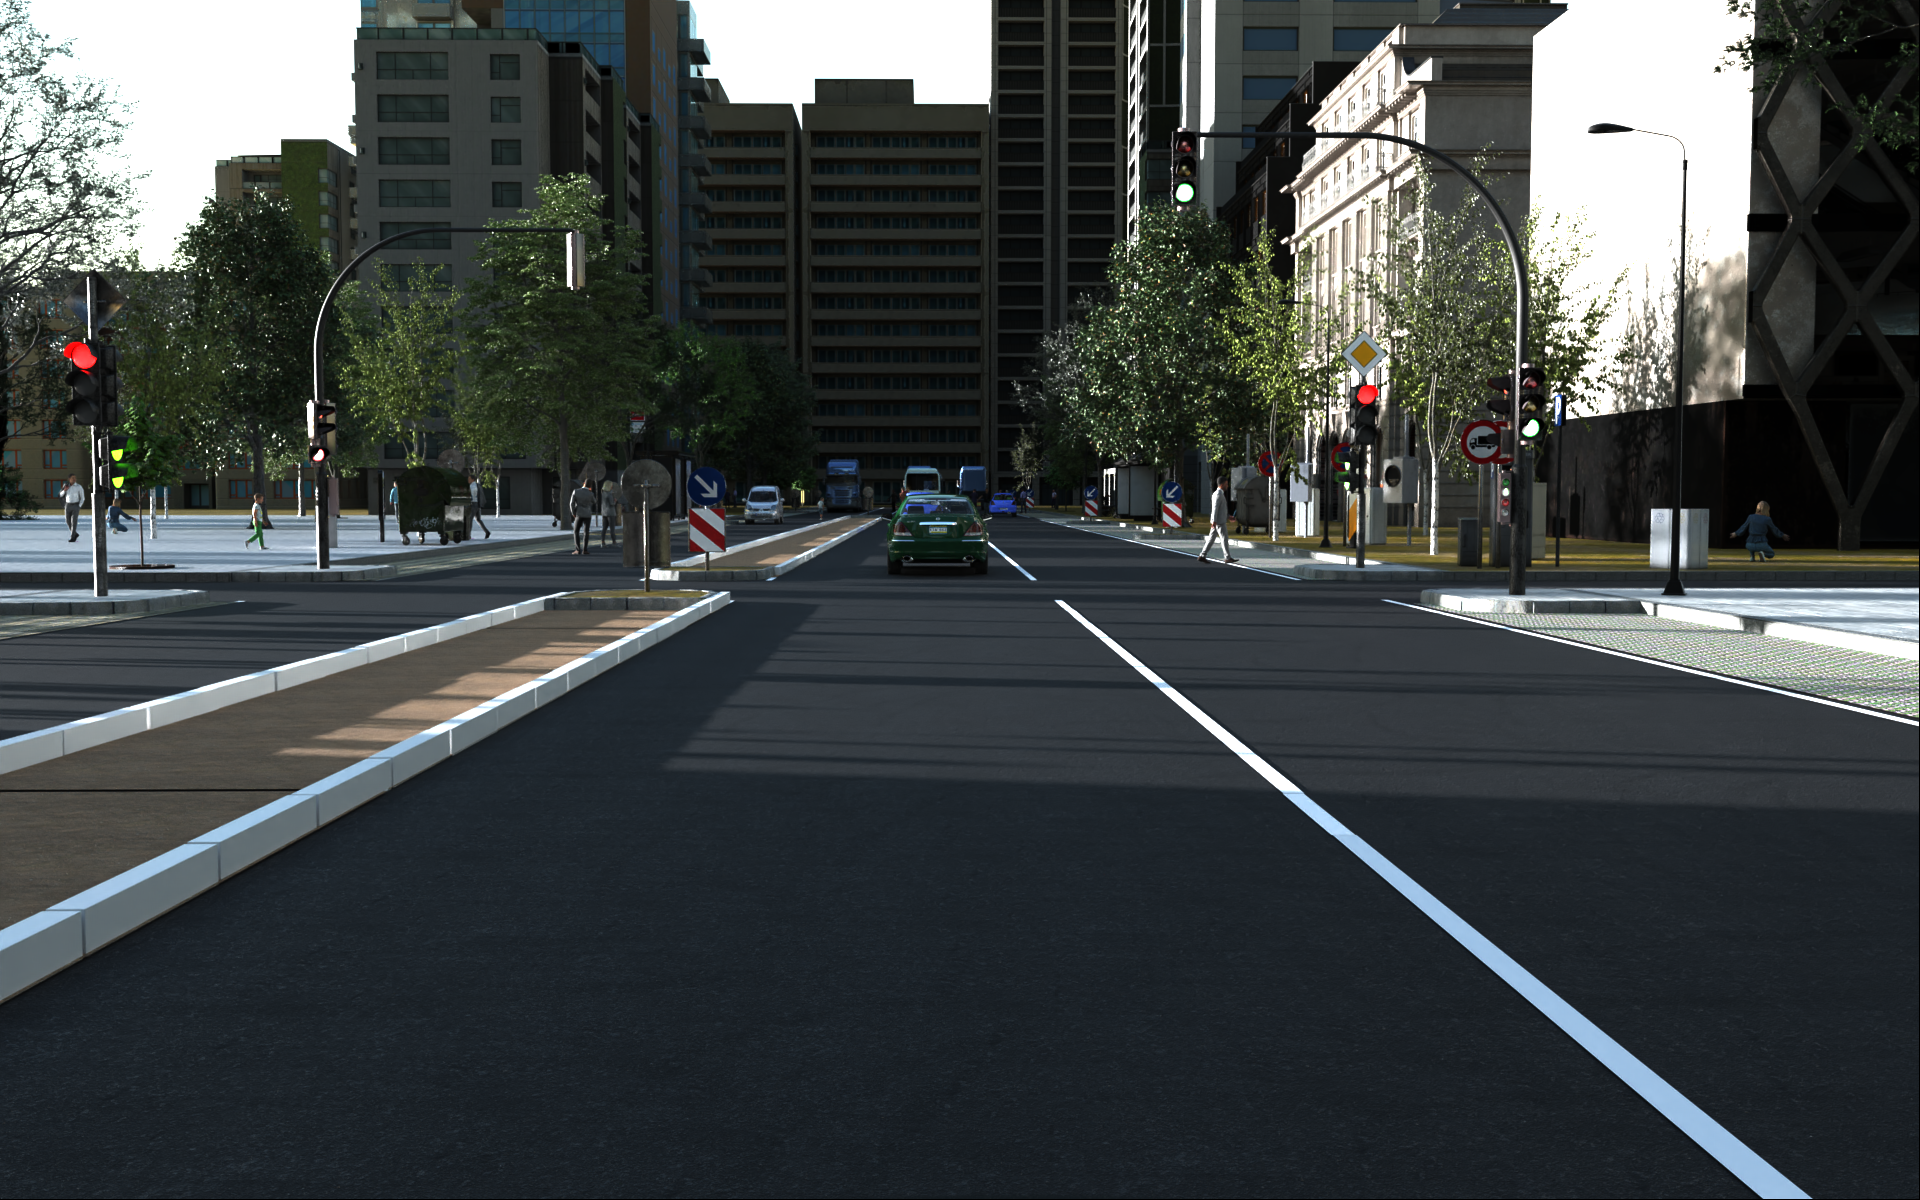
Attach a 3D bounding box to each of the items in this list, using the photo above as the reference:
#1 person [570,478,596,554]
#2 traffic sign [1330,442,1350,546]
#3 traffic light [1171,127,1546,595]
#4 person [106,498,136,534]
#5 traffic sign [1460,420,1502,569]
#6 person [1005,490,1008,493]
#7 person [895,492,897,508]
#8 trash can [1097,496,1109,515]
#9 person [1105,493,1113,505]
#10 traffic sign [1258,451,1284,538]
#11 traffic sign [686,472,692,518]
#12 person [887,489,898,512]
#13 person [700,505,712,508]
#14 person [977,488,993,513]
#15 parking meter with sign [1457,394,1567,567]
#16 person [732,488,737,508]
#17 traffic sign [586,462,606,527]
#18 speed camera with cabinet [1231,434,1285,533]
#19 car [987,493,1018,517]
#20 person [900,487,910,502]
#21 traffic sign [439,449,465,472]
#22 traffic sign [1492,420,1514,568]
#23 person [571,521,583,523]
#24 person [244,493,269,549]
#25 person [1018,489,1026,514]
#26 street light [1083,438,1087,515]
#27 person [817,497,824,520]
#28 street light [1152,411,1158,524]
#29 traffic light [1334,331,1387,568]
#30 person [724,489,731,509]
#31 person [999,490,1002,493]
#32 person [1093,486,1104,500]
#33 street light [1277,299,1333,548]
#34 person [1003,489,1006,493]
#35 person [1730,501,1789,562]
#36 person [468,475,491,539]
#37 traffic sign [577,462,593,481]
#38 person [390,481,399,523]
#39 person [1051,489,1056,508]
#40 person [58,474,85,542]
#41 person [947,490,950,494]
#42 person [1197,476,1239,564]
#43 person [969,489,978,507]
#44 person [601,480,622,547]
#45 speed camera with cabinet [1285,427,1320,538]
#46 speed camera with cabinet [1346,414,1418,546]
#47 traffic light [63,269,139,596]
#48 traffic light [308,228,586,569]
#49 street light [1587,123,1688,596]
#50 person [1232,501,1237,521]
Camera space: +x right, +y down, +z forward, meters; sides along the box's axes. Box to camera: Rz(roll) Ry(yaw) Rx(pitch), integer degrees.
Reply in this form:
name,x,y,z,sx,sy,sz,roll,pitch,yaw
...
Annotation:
name,x,y,z,sx,sy,sz,roll,pitch,yaw
person,-8.972,-1.989,41.207,0.592,1.802,0.473,0,4,4
traffic sign,9.426,-2.584,42.362,0.768,2.556,0.104,0,3,0
traffic light,4.988,-2.884,21.816,4.771,5.953,1.251,0,4,-1
person,-27.229,-2.711,55.871,1.012,1.151,0.738,1,4,16
traffic sign,8.931,-1.810,29.699,0.768,2.556,0.104,0,4,0
person,3.580,-7.739,135.767,0.721,1.736,1.217,-1,4,-20
person,-6.603,-10.202,176.778,0.415,1.643,0.593,-1,4,-10
trash can,8.606,-5.653,104.078,0.748,1.137,0.748,0,3,0
person,13.593,-9.186,159.497,1.065,1.426,0.557,2,4,28
traffic sign,9.104,-3.098,50.751,0.768,2.556,0.104,0,4,2
traffic sign,-14.452,-5.598,91.637,0.768,2.556,0.104,0,4,1
person,-5.373,-8.000,139.434,0.705,1.807,1.348,2,4,32
person,-10.538,-3.832,71.554,0.834,1.777,0.661,-2,4,-34
person,1.732,-6.303,111.564,1.348,1.822,0.705,0,4,-3
parking meter with sign,9.736,-2.101,30.619,1.738,3.016,0.543,0,4,7
person,-21.274,-9.584,162.605,0.599,1.838,0.709,1,4,8
traffic sign,-14.232,-4.139,67.775,0.768,2.556,0.104,0,3,0
speed camera with cabinet,9.894,-3.851,57.302,2.038,3.252,0.660,-2,4,-34
car,2.691,-6.077,108.955,1.945,1.707,3.694,0,3,0
person,-2.955,-5.261,94.487,0.573,1.828,0.580,3,5,42
traffic sign,-14.305,-2.972,48.692,0.768,2.556,0.104,0,4,1
traffic sign,9.314,-1.823,29.912,0.768,2.556,0.104,1,4,8
person,-17.090,-4.372,77.326,0.655,1.846,0.447,2,4,24
person,-16.266,-1.818,40.022,0.590,1.304,0.306,-3,5,-44
person,4.549,-7.254,126.968,0.709,1.838,0.599,-3,5,-39
street light,7.098,-8.099,104.964,1.470,5.913,1.316,0,4,-1
person,-7.768,-5.108,96.695,0.352,1.250,0.332,-3,5,-40
street light,7.723,-6.158,73.229,1.470,5.913,1.316,0,4,-1
traffic light,6.936,-2.511,29.978,0.839,4.253,0.868,0,4,-1
person,-20.510,-8.920,152.811,0.541,1.710,0.530,0,4,-4
person,3.147,-7.865,137.642,0.434,1.755,0.990,2,4,34
person,9.406,-6.942,119.633,1.348,1.812,0.705,2,4,23
street light,8.261,-4.217,41.493,1.470,5.913,1.316,0,4,-1
person,4.113,-9.351,161.013,1.348,1.869,0.705,-3,5,-41
person,15.130,-1.308,32.920,1.012,1.151,0.738,3,5,42
person,-13.771,-2.637,49.252,0.850,1.850,0.679,0,4,7
traffic sign,-14.980,-4.257,69.613,0.884,2.594,0.081,0,4,8
person,-24.784,-4.302,76.251,0.638,1.841,0.748,0,4,1
person,8.580,-9.294,158.930,0.436,1.711,0.756,-1,4,-20
person,-23.805,-2.462,46.397,0.679,1.850,0.850,0,4,-7
person,-0.919,-9.072,157.281,0.683,1.767,0.568,-3,5,-42
person,5.321,-1.644,35.647,0.850,1.792,0.678,0,4,2
person,0.846,-6.597,116.804,0.683,1.767,0.568,-2,4,-30
person,-9.413,-2.319,46.594,0.526,1.800,0.537,-2,4,-27
speed camera with cabinet,10.323,-3.516,51.815,0.660,3.252,2.038,1,4,21
speed camera with cabinet,10.588,-3.012,43.574,0.660,3.252,2.038,-2,4,-30
traffic light,-10.781,-2.002,21.661,0.839,4.253,0.868,0,4,-1
traffic light,-8.833,-3.367,29.717,4.771,5.953,1.251,0,4,-1
street light,8.552,-3.017,21.863,1.470,5.913,1.316,0,4,-1
person,13.205,-4.621,81.936,0.721,1.781,0.623,-1,4,-10
